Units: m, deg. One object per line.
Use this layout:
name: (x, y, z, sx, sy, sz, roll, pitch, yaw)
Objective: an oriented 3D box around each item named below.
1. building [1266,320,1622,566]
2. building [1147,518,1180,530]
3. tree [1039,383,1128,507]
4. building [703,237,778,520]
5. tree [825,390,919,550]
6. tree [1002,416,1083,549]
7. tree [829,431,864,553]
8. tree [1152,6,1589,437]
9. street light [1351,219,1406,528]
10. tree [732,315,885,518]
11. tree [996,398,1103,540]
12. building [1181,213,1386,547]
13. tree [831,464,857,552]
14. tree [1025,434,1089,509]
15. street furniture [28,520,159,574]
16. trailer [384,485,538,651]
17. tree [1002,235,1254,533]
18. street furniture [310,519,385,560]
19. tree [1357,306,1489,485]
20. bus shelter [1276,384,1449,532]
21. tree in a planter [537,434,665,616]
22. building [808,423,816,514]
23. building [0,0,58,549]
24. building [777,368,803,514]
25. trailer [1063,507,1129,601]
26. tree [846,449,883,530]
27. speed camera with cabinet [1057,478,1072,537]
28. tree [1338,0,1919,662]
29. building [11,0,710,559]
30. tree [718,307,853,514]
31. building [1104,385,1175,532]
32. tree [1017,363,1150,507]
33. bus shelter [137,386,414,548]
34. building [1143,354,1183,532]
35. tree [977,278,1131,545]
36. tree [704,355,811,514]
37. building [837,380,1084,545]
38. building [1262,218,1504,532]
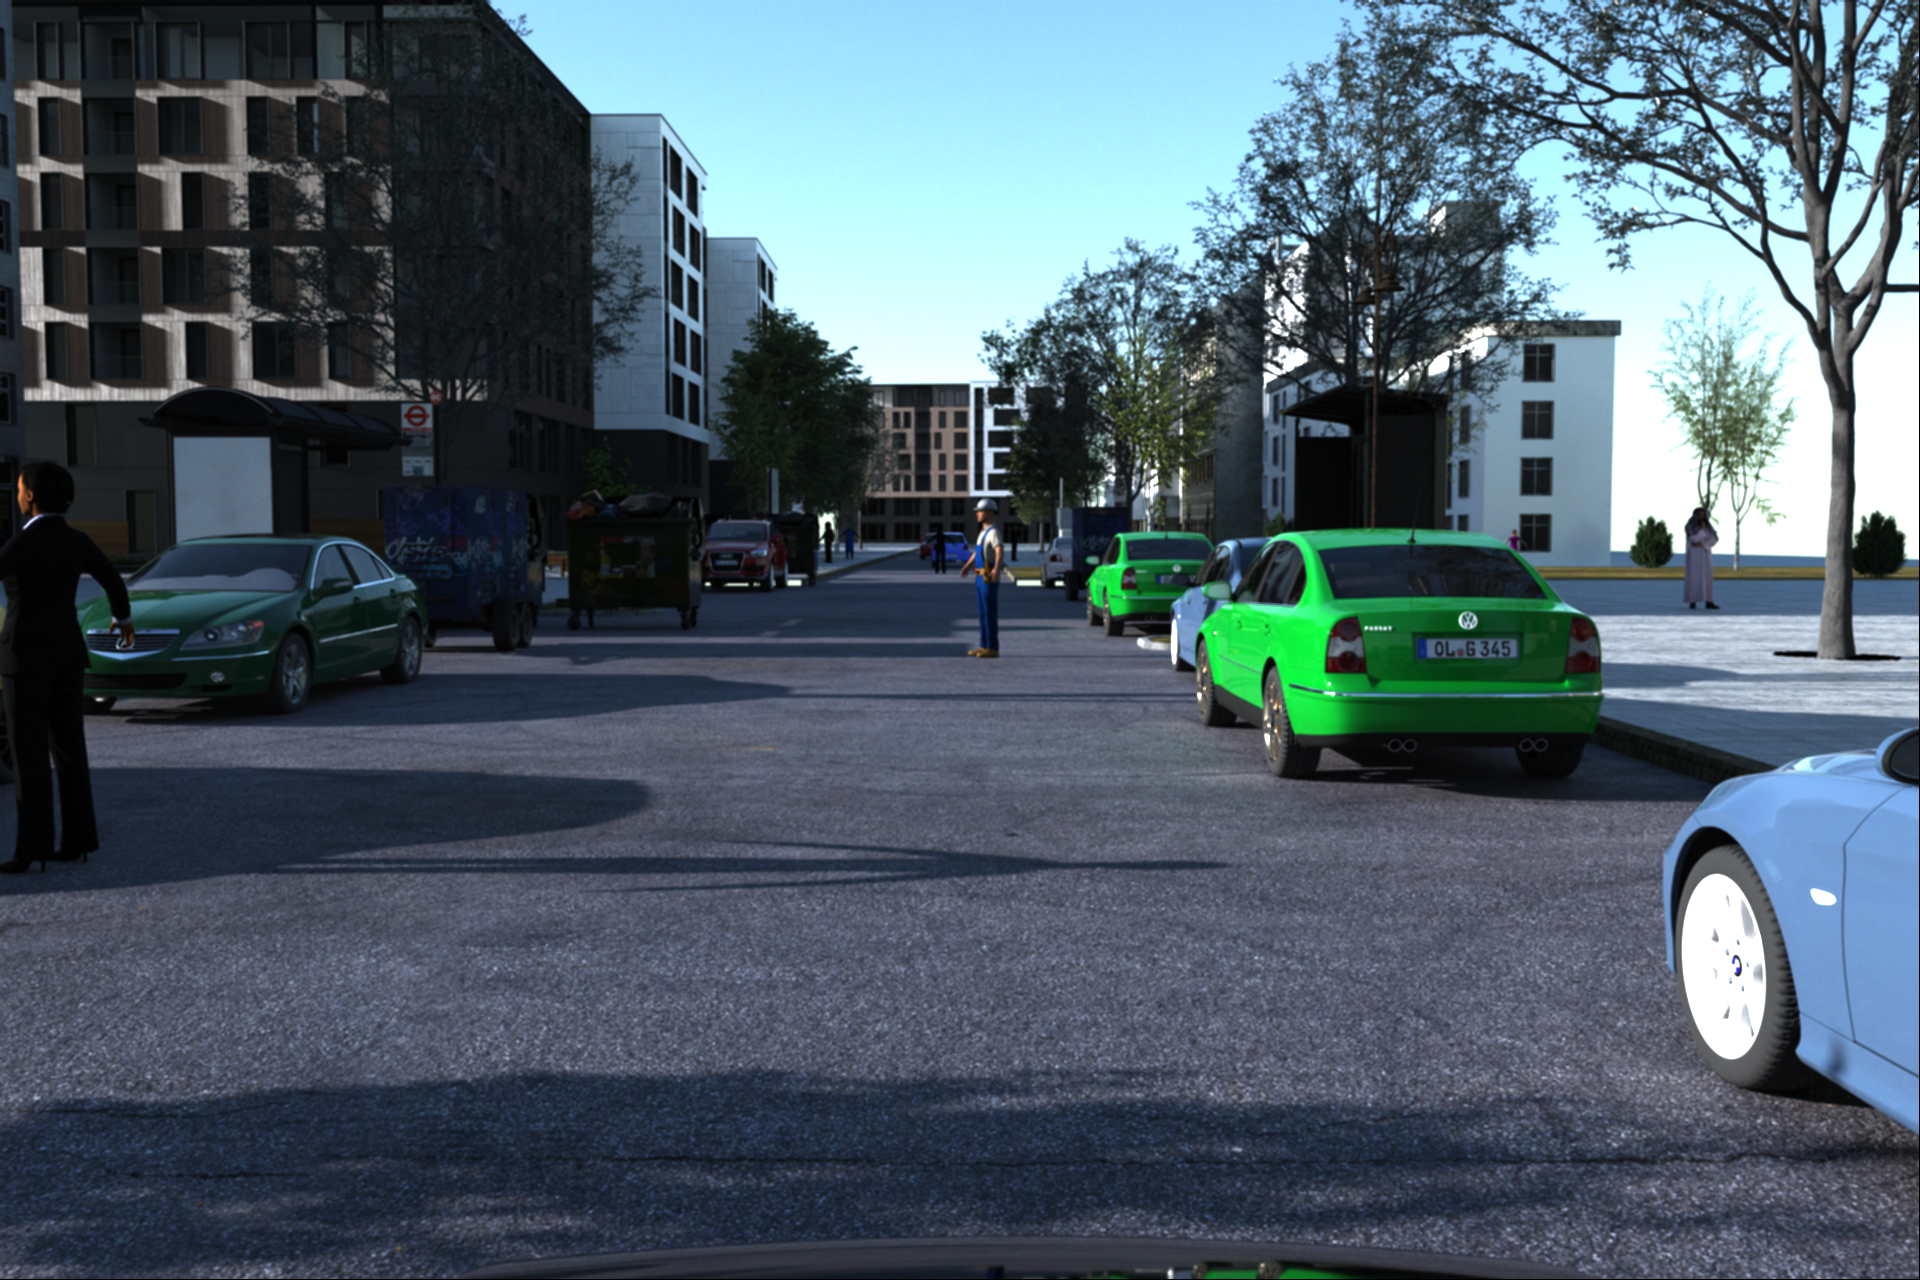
building: (21.402, -8.560, 82.111, 9.099, 9.664, 28.070, 0, 4, 0)
building: (26.697, -20.925, 198.546, 16.016, 20.090, 11.380, 0, 3, 0)
tree: (6.363, -7.953, 80.399, 4.360, 8.622, 3.978, 0, 3, 0)
building: (-27.901, -16.727, 117.459, 27.936, 21.610, 32.646, 0, 4, 0)
tree: (-8.295, -14.213, 142.749, 12.009, 13.543, 11.850, 0, 3, 0)
tree: (7.163, -13.962, 146.402, 7.486, 12.596, 7.792, 0, 3, 0)
tree: (-8.203, -10.097, 115.452, 4.737, 8.622, 4.395, 0, 3, 0)
tree: (9.385, -7.948, 40.322, 12.009, 13.543, 11.850, 0, 3, 0)
street light: (6.214, -3.247, 25.880, 0.468, 5.910, 1.993, 0, 4, 0)
tree: (-8.855, -11.851, 100.418, 9.857, 13.997, 8.962, 0, 3, 0)
tree: (5.976, -10.981, 113.952, 7.601, 10.594, 8.767, 1, 4, 15)
building: (26.579, -18.052, 126.086, 19.493, 23.208, 18.063, 0, 4, 0)
tree: (-8.706, -10.629, 124.152, 4.360, 8.622, 3.978, 0, 3, 0)
tree: (6.336, -9.471, 105.215, 4.737, 8.622, 4.395, 0, 3, 0)
street furniture: (-29.915, -3.158, 58.490, 9.812, 1.723, 11.010, 1, 4, 18)
trailer: (-6.164, -0.839, 20.765, 1.471, 1.999, 3.904, 0, 4, 1)
tree: (6.980, -9.793, 70.483, 12.009, 13.543, 11.850, 0, 3, 0)
street furniture: (-18.494, -2.756, 51.915, 9.812, 1.723, 11.010, 1, 4, 11)
tree: (14.095, -6.409, 55.143, 4.360, 8.622, 3.978, 0, 3, 0)
bus shelter: (6.873, -2.378, 30.171, 1.731, 3.624, 6.357, 0, 4, 1)
tree in a planter: (-6.405, -2.076, 31.168, 1.991, 3.239, 1.994, 0, 4, 1)
building: (-27.763, -23.212, 210.446, 19.493, 23.208, 18.063, 0, 4, 1)
building: (-32.345, -13.511, 39.316, 11.959, 24.771, 22.079, 0, 4, 1)
building: (-23.208, -20.213, 186.907, 16.016, 20.090, 11.380, 0, 4, 0)
trailer: (3.010, -1.904, 38.171, 1.471, 1.999, 3.904, 0, 4, -1)
tree: (-8.549, -11.093, 131.728, 4.360, 8.622, 3.978, 0, 3, 0)
speed camera with cabinet: (3.776, -4.050, 60.549, 0.660, 3.252, 2.038, 0, 4, 1)
tree: (8.994, -6.546, 17.393, 12.009, 13.543, 11.850, 0, 3, 0)
building: (-28.475, -14.597, 82.636, 27.936, 21.610, 32.646, 0, 4, 1)
tree: (-8.827, -10.330, 87.024, 7.486, 12.596, 7.792, 0, 3, 0)
building: (23.240, -22.013, 216.326, 16.016, 20.090, 11.380, 0, 4, 1)
tree: (6.624, -9.748, 93.798, 7.601, 10.594, 8.767, -1, 4, -10)
bus shelter: (-10.226, -1.993, 26.504, 2.014, 3.302, 5.546, 0, 4, 0)
building: (24.470, -19.914, 182.005, 16.016, 20.090, 11.380, 0, 4, 1)
tree: (7.210, -16.766, 130.018, 12.611, 20.169, 13.585, 0, 3, 0)
tree: (-8.497, -7.457, 72.281, 4.737, 8.622, 4.395, 0, 3, 0)
building: (0.733, -24.299, 243.726, 32.646, 21.610, 27.936, 0, 4, 7)
building: (24.634, -15.542, 110.525, 16.016, 20.090, 11.380, 0, 3, 0)
